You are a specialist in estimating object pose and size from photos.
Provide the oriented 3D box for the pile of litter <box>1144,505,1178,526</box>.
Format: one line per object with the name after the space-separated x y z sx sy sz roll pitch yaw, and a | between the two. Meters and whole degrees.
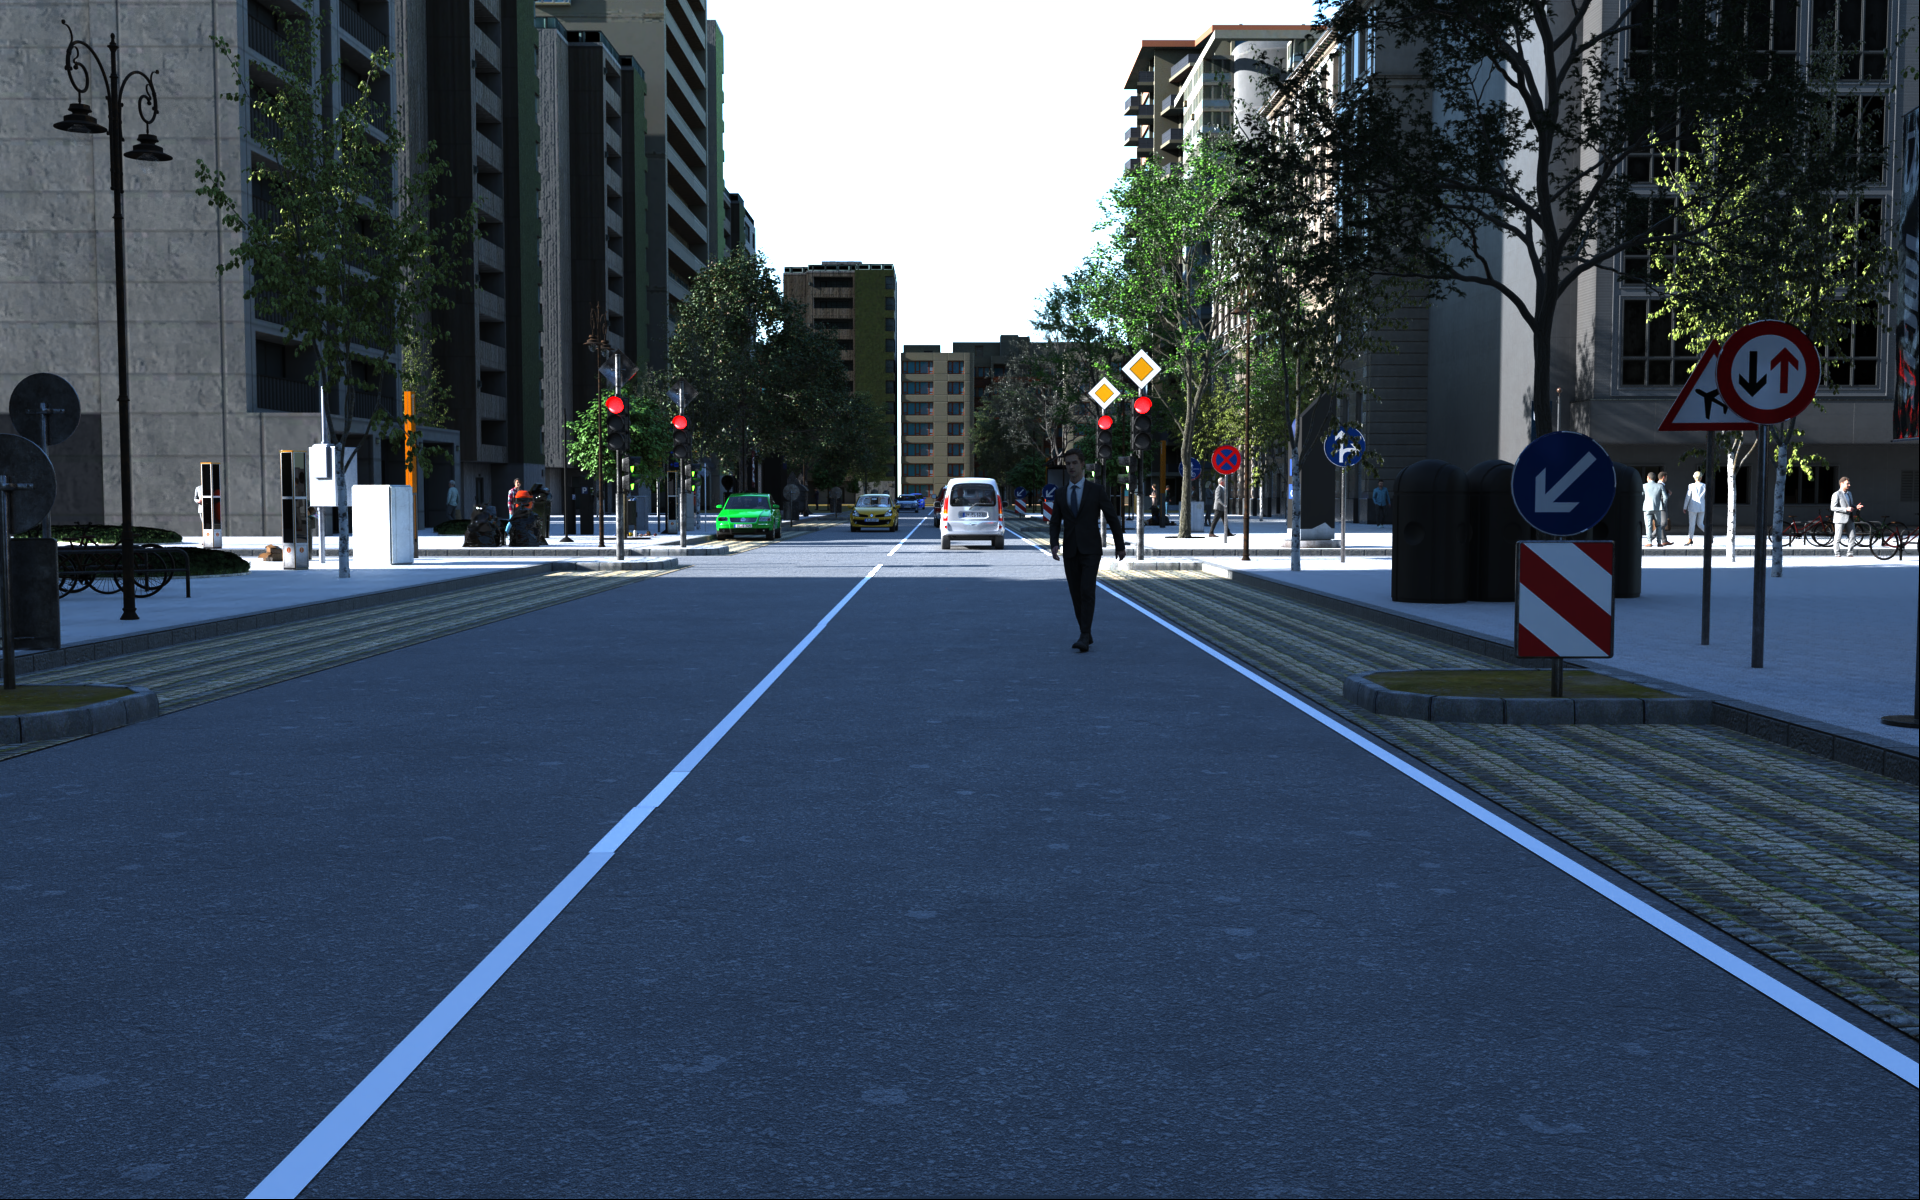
8.051 -3.463 70.591 1.719 0.858 1.176 3 5 41 | pile of litter

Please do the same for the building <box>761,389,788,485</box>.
-37.016 -23.225 224.759 28.899 21.520 27.650 0 4 0 | building

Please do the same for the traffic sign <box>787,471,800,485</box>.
-9.324 -5.888 96.278 0.884 2.594 0.081 0 4 2 | traffic sign

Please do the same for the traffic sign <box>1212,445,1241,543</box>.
6.906 -2.743 44.954 0.768 2.556 0.104 0 4 5 | traffic sign

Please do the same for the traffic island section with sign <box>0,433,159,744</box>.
-6.146 -0.123 10.637 1.989 1.847 2.006 0 4 0 | traffic island section with sign

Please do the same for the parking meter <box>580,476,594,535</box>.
-11.791 -3.000 54.766 0.399 1.863 0.255 1 4 17 | parking meter

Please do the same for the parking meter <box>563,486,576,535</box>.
-12.395 -2.850 55.016 0.372 1.533 0.369 0 3 0 | parking meter

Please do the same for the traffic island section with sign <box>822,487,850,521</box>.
-6.673 -5.228 94.102 1.989 1.847 2.006 0 4 0 | traffic island section with sign

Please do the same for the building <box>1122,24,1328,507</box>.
27.278 -31.344 167.102 22.147 44.769 28.867 0 4 0 | building

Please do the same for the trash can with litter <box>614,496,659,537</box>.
-9.771 -2.563 52.968 1.678 1.210 2.233 1 4 17 | trash can with litter

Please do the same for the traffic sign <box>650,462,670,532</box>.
-10.093 -3.540 57.990 0.768 2.556 0.104 0 4 3 | traffic sign

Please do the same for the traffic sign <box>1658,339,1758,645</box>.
6.343 -0.897 14.668 0.884 2.594 0.081 0 4 5 | traffic sign

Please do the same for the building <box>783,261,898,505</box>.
-14.908 -27.288 217.857 14.107 30.474 14.160 0 4 0 | building

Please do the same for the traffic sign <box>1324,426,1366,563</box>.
7.173 -1.974 32.380 0.768 2.556 0.104 0 4 3 | traffic sign

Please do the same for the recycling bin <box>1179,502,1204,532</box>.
7.776 -2.793 58.214 0.722 1.027 0.722 0 4 -5 | recycling bin

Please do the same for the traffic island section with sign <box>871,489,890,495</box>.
-7.002 -8.250 143.516 1.989 1.847 2.006 0 4 0 | traffic island section with sign

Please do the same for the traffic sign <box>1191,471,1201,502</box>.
8.602 -3.945 64.609 0.768 2.556 0.104 0 4 6 | traffic sign

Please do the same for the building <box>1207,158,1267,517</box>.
21.813 -17.010 106.991 11.050 23.489 19.941 0 4 0 | building

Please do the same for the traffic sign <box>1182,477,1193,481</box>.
8.878 -4.085 66.894 0.768 2.556 0.104 0 4 6 | traffic sign

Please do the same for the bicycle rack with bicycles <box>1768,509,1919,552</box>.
21.557 -1.767 42.268 2.925 0.926 2.852 3 4 38 | bicycle rack with bicycles

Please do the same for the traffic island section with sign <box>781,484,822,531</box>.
-6.502 -3.579 67.147 1.989 1.847 2.006 0 4 0 | traffic island section with sign

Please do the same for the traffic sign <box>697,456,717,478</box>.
-8.701 -3.630 59.087 0.795 2.593 0.064 0 4 1 | traffic sign

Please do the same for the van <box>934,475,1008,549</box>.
0.308 -2.400 46.253 2.013 2.044 4.112 0 4 -1 | van

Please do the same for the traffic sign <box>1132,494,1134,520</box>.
8.630 -5.271 86.287 0.768 2.556 0.104 0 4 6 | traffic sign

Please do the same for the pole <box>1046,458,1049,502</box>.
4.924 -6.340 97.494 0.158 3.312 0.155 0 3 0 | pole

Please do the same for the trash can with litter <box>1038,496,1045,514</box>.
5.433 -5.950 108.670 0.624 1.170 1.055 3 5 45 | trash can with litter

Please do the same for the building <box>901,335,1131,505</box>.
7.123 -23.262 225.373 28.899 21.520 27.650 0 4 0 | building

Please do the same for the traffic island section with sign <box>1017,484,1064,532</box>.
3.323 -3.526 66.281 1.989 1.847 2.006 0 4 0 | traffic island section with sign

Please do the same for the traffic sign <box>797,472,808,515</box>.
-9.560 -6.350 103.829 0.884 2.594 0.081 0 4 8 | traffic sign

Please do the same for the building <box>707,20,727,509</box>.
-27.525 -28.218 144.963 14.154 41.232 14.086 0 4 0 | building

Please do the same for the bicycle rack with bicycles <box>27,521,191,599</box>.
-11.015 -0.499 21.546 2.925 0.926 2.852 -3 5 -39 | bicycle rack with bicycles

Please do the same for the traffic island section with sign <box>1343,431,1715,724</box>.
3.675 -0.184 11.641 1.989 1.847 2.006 0 4 0 | traffic island section with sign

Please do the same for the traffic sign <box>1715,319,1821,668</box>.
5.896 -0.772 12.731 0.768 2.556 0.104 0 4 1 | traffic sign

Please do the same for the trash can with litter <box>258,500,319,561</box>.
-12.902 -1.341 33.319 0.624 1.170 1.055 3 4 37 | trash can with litter

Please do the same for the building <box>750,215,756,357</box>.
-27.771 -24.606 174.007 14.107 30.474 14.160 0 4 0 | building

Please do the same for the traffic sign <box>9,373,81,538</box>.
-9.612 -1.107 18.201 0.768 2.556 0.104 0 4 2 | traffic sign

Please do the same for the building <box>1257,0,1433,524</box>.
22.744 -17.562 84.398 12.463 27.353 25.104 0 4 0 | building

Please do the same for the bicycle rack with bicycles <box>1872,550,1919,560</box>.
19.284 -1.188 32.805 2.852 0.926 2.925 -1 4 -20 | bicycle rack with bicycles

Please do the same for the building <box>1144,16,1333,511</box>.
31.150 -27.462 140.885 32.217 40.220 23.993 0 4 0 | building

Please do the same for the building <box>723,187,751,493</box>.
-27.492 -23.716 159.453 14.160 30.474 14.107 0 4 0 | building

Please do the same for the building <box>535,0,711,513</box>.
-30.492 -30.759 126.619 21.300 48.544 21.600 0 4 0 | building

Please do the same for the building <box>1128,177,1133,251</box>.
36.810 -36.910 223.085 30.456 49.044 23.786 0 4 0 | building

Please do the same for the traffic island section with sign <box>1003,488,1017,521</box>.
3.139 -5.227 94.086 1.989 1.847 2.006 0 4 0 | traffic island section with sign

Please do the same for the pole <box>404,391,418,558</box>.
-10.933 -2.487 34.501 0.158 3.312 0.155 0 3 0 | pole

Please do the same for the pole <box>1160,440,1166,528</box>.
7.725 -4.411 65.967 0.158 3.312 0.155 0 3 0 | pole

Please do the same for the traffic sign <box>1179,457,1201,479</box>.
7.973 -3.673 60.160 0.768 2.556 0.104 0 4 4 | traffic sign
